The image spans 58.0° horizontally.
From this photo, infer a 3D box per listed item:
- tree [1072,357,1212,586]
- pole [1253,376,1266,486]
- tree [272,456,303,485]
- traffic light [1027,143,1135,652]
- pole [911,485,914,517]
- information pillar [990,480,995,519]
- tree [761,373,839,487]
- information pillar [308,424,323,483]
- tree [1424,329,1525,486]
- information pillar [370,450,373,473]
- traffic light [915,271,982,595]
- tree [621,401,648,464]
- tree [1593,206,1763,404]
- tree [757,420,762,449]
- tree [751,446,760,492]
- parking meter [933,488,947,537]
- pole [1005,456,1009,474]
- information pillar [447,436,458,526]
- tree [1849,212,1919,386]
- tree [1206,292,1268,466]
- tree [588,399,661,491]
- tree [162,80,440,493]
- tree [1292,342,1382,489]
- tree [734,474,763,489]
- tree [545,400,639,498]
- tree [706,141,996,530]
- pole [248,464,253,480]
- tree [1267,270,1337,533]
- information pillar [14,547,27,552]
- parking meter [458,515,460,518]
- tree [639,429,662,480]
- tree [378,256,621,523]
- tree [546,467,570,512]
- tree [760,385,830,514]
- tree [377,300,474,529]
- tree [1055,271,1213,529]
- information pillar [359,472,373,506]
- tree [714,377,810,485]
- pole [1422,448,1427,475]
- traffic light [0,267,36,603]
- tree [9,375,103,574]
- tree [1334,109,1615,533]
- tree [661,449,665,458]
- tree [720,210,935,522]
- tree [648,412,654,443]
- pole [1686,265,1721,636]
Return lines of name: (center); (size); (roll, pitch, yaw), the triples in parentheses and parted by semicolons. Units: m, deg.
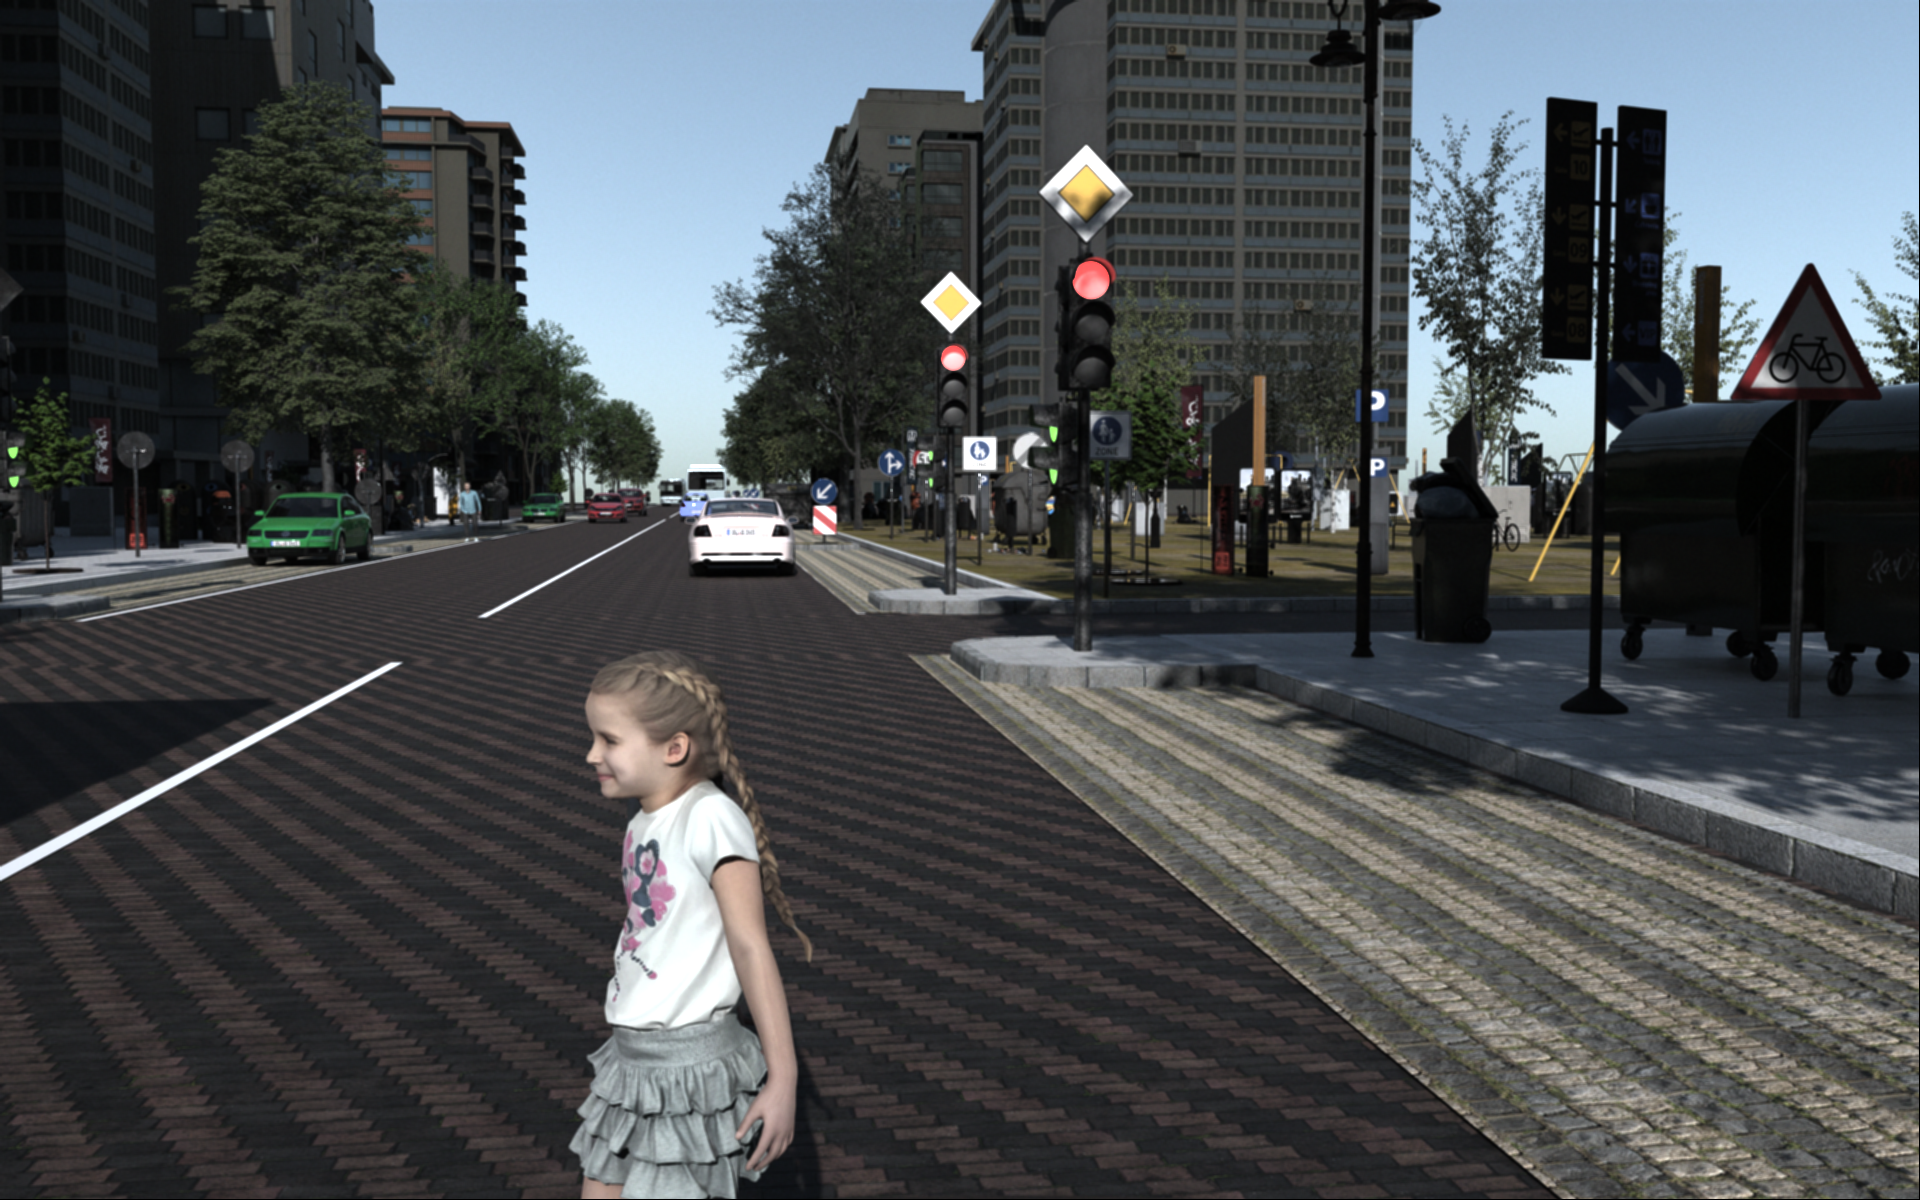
tree: (2.785, -1.832, 24.557); (1.663, 3.219, 1.824); (0, 3, 0)
pole: (5.172, -2.209, 29.962); (0.158, 3.312, 0.155); (0, 3, 0)
tree: (-34.209, -5.707, 87.904); (1.663, 3.219, 1.824); (0, 3, 0)
traffic light: (0.988, -1.538, 14.061); (0.839, 4.253, 0.868); (0, 4, -8)
pole: (-2.664, -6.313, 97.066); (0.158, 3.312, 0.155); (0, 3, 0)
information pillar: (1.545, -5.088, 87.678); (0.304, 2.012, 0.304); (-3, 5, -43)
tree: (-8.136, -9.064, 98.555); (4.737, 8.622, 4.395); (0, 3, 0)
information pillar: (-20.017, -3.831, 53.993); (0.504, 3.616, 0.183); (-1, 4, -22)
tree: (21.838, -7.471, 72.520); (4.737, 8.622, 4.395); (0, 3, 0)
information pillar: (-31.051, -6.121, 91.437); (0.183, 3.616, 0.504); (-1, 4, -21)
traffic light: (-0.138, -2.021, 21.967); (0.839, 4.253, 0.868); (0, 4, -8)
tree: (-25.635, -10.848, 103.128); (9.928, 11.665, 9.643); (0, 3, 0)
tree: (17.850, -5.751, 44.388); (4.737, 8.622, 4.395); (0, 3, 0)
tree: (-13.650, -11.149, 132.640); (4.737, 8.622, 4.395); (0, 3, 0)
tree: (-20.020, -14.080, 180.566); (4.360, 8.622, 3.978); (0, 3, 0)
parking meter: (-0.625, -2.627, 51.366); (0.372, 1.533, 0.369); (0, 3, 0)
pole: (2.499, -6.015, 92.183); (0.158, 3.312, 0.155); (0, 3, 0)
information pillar: (-20.592, -4.827, 70.274); (0.504, 3.616, 0.183); (2, 4, 34)
tree: (24.829, -5.716, 43.817); (4.737, 8.622, 4.395); (0, 3, 0)
tree: (11.264, -6.950, 63.989); (4.360, 8.622, 3.978); (0, 3, 0)
tree: (-40.392, -17.648, 206.666); (7.486, 12.596, 7.792); (0, 3, 0)
tree: (-18.081, -7.953, 48.166); (7.486, 12.596, 7.792); (0, 3, 0)
tree: (17.826, -7.976, 80.775); (4.737, 8.622, 4.395); (0, 3, 0)
tree: (-28.504, -19.900, 243.492); (7.486, 12.596, 7.792); (0, 3, 0)
tree: (-33.652, -13.425, 153.908); (7.601, 10.594, 8.767); (-2, 4, -25)
tree: (-3.762, -9.239, 61.422); (12.009, 13.543, 11.850); (0, 3, 0)
pole: (-32.329, -5.206, 78.958); (0.158, 3.312, 0.155); (0, 3, 0)
tree: (12.250, -6.489, 56.451); (4.360, 8.622, 3.978); (0, 3, 0)
information pillar: (-21.079, -2.090, 38.657); (0.304, 2.012, 0.304); (0, 4, -1)
parking meter: (-27.303, -5.223, 93.812); (0.372, 1.533, 0.369); (0, 3, 0)
tree: (-44.192, -18.414, 235.487); (7.601, 10.594, 8.767); (0, 4, 5)
tree: (-22.154, -9.214, 76.406); (9.928, 11.665, 9.643); (0, 3, 0)
tree: (-28.771, -7.896, 123.708); (1.663, 3.219, 1.824); (0, 3, 0)
tree: (-9.879, -9.885, 111.975); (4.360, 8.622, 3.978); (0, 3, 0)
tree: (-19.753, -6.910, 63.348); (4.737, 8.622, 4.395); (0, 3, 0)
tree: (6.022, -6.503, 56.687); (4.737, 8.622, 4.395); (0, 3, 0)
information pillar: (-19.504, -3.207, 56.922); (0.304, 2.012, 0.304); (3, 4, 37)
tree: (-18.103, -15.107, 164.013); (9.611, 12.733, 9.660); (0, 3, 0)
pole: (20.676, -5.096, 77.159); (0.158, 3.312, 0.155); (0, 3, 0)
traffic light: (-11.384, -1.923, 20.356); (0.839, 4.253, 0.868); (0, 4, -8)
tree: (-14.795, -2.059, 28.259); (1.663, 3.219, 1.824); (0, 3, 0)
tree: (10.328, -5.088, 33.557); (4.360, 8.622, 3.978); (0, 3, 0)
tree: (-46.979, -20.446, 252.425); (7.486, 12.596, 7.792); (0, 3, 0)
tree: (-5.301, -10.565, 79.396); (9.857, 13.997, 8.962); (0, 3, 0)
tree: (-37.172, -15.944, 186.435); (9.928, 11.665, 9.643); (0, 3, 0)
pole: (6.706, -1.331, 15.612); (0.158, 3.312, 0.155); (0, 3, 0)
